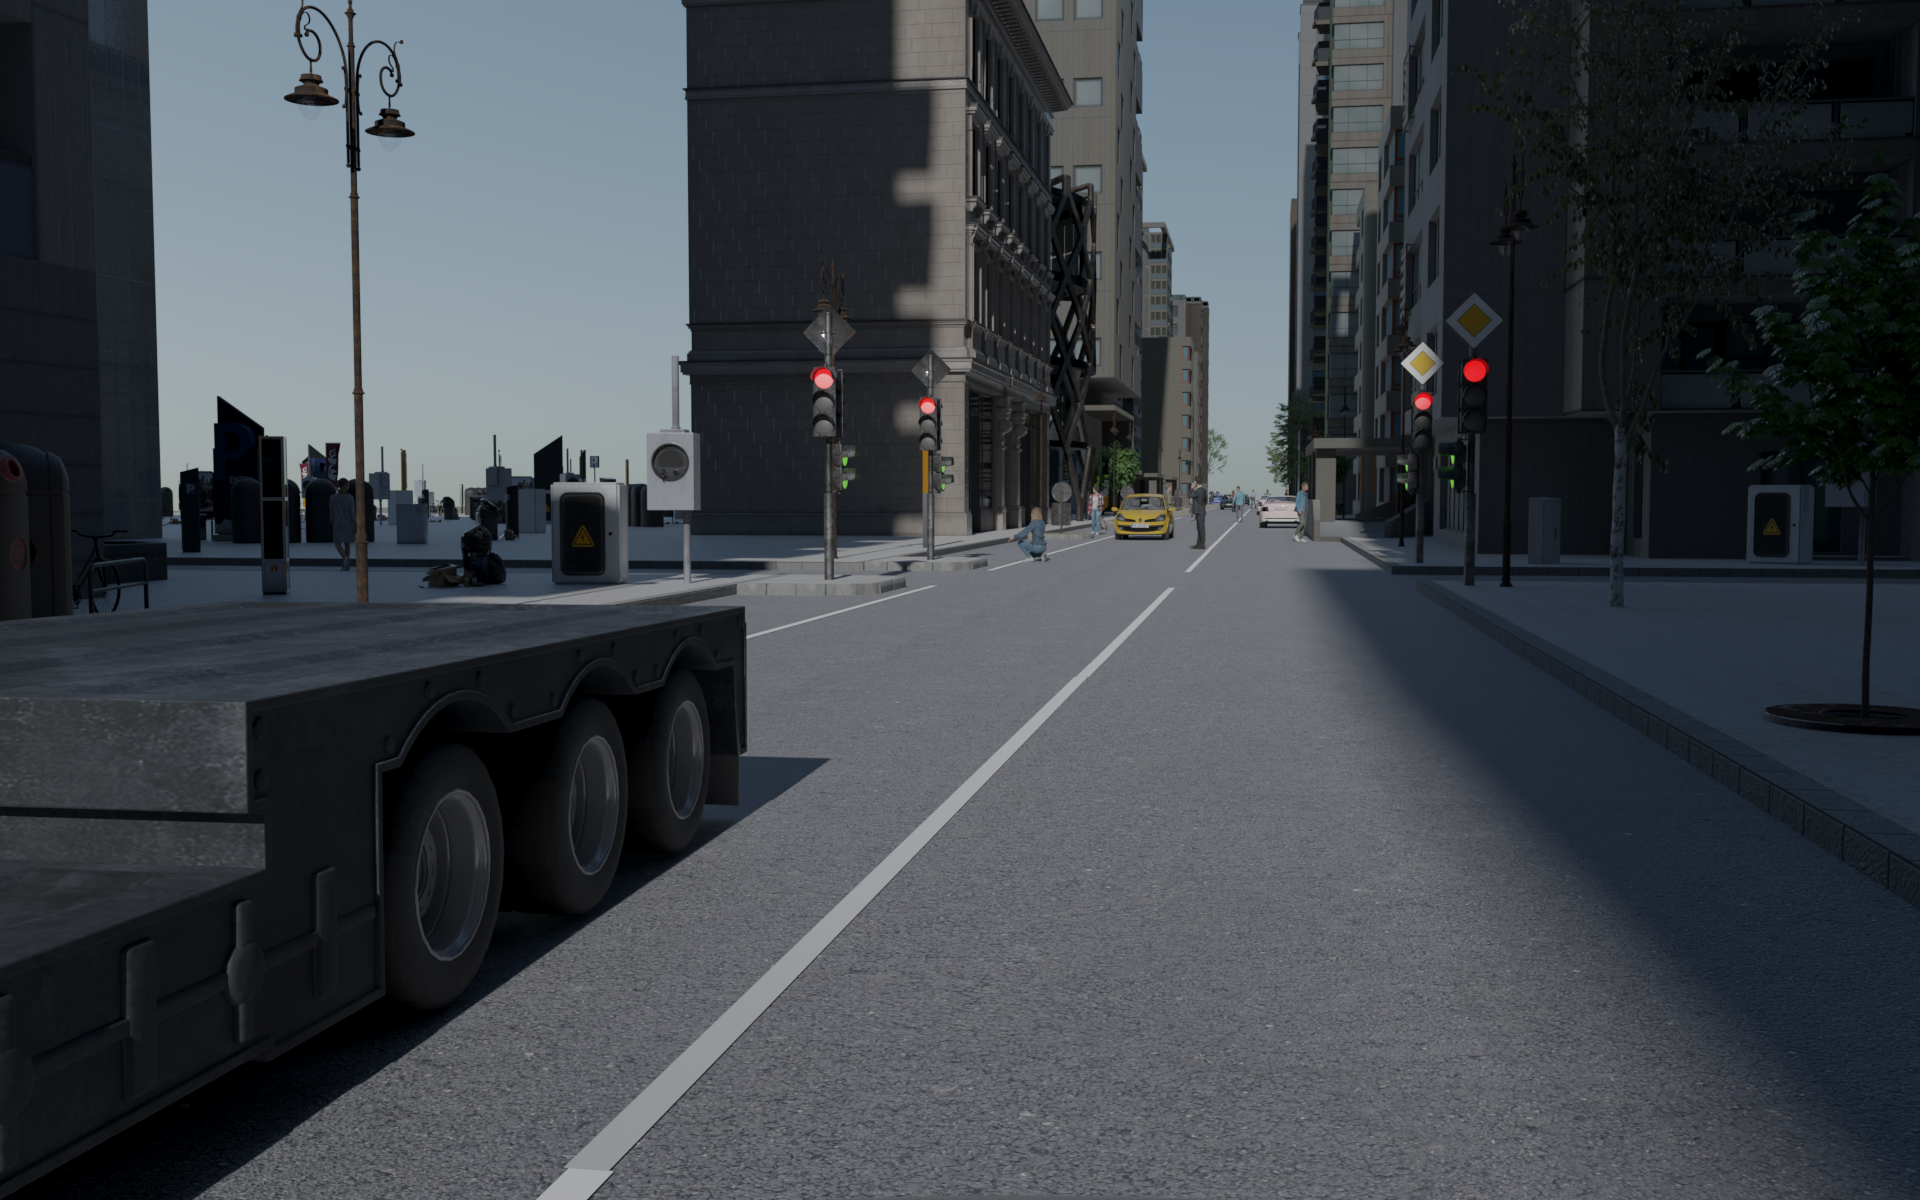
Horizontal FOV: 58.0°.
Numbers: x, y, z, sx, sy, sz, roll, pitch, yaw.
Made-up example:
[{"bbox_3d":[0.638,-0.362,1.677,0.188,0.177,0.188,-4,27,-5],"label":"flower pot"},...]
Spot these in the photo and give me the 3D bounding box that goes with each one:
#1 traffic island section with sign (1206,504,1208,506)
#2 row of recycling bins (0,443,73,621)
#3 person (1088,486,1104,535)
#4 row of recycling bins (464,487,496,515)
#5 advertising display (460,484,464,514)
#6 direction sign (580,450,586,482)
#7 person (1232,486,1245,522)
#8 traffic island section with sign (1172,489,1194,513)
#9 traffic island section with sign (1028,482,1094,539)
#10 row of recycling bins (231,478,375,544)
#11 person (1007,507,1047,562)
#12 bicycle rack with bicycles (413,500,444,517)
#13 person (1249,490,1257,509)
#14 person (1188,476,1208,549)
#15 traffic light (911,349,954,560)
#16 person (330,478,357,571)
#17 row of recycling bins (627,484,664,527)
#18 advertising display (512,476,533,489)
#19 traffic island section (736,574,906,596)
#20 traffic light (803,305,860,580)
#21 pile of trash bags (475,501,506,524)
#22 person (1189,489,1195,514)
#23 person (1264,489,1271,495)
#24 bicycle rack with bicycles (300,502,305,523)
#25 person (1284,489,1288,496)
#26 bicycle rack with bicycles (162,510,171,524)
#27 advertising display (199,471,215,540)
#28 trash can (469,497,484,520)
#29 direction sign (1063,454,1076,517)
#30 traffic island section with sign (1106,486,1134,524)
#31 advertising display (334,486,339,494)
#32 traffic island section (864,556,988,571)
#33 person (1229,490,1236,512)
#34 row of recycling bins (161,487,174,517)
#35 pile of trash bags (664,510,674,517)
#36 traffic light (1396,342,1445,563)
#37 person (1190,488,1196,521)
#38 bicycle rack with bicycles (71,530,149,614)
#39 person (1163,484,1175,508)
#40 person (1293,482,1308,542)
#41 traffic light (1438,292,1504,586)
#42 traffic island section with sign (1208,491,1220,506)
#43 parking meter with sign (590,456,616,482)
[{"bbox_3d":[21.371,-9.162,158.433,1.989,1.847,2.006,1,4,10],"label":"traffic island section with sign"},{"bbox_3d":[-7.468,-0.343,12.718,1.069,1.692,3.534,-1,4,-11],"label":"row of recycling bins"},{"bbox_3d":[4.781,-3.144,60.735,0.563,1.720,0.643,1,4,20],"label":"person"},{"bbox_3d":[-29.326,-6.054,106.101,1.069,1.692,3.534,0,4,7],"label":"row of recycling bins"},{"bbox_3d":[-32.291,-6.546,112.246,0.123,1.923,0.974,-1,4,-22],"label":"advertising display"},{"bbox_3d":[-19.394,-5.942,89.153,0.379,3.537,0.876,0,4,2],"label":"direction sign"},{"bbox_3d":[14.144,-4.862,87.861,0.638,1.841,0.748,0,4,8],"label":"person"},{"bbox_3d":[16.693,-7.539,131.885,1.989,1.847,2.006,1,4,10],"label":"traffic island section with sign"},{"bbox_3d":[3.283,-2.881,55.729,1.989,1.847,2.006,1,4,10],"label":"traffic island section with sign"},{"bbox_3d":[-17.330,-2.364,45.761,3.534,1.692,1.069,-2,4,-27],"label":"row of recycling bins"},{"bbox_3d":[1.452,-1.383,36.610,1.012,1.151,0.738,-3,5,-43],"label":"person"},{"bbox_3d":[-30.561,-5.292,99.900,2.852,0.926,2.925,1,4,20],"label":"bicycle rack with bicycles"},{"bbox_3d":[28.522,-9.802,168.629,0.709,1.838,0.599,-1,4,-11],"label":"person"},{"bbox_3d":[6.177,-2.276,45.070,0.474,1.900,0.648,1,4,17],"label":"person"},{"bbox_3d":[-0.554,-2.737,33.665,0.839,4.253,0.868,1,4,10],"label":"traffic light"},{"bbox_3d":[-11.278,-1.377,31.763,0.466,1.731,0.760,-3,4,-36],"label":"person"},{"bbox_3d":[-12.651,-3.766,68.691,1.069,1.692,3.534,-2,4,-27],"label":"row of recycling bins"},{"bbox_3d":[-15.723,-3.474,62.011,0.123,1.923,0.974,3,5,40],"label":"advertising display"},{"bbox_3d":[-1.977,-0.224,25.942,2.009,0.180,2.903,1,4,10],"label":"traffic island section"},{"bbox_3d":[-1.939,-2.256,25.800,0.839,4.253,0.868,1,4,10],"label":"traffic light"},{"bbox_3d":[-19.441,-4.056,76.072,3.447,1.369,1.912,-3,5,-43],"label":"pile of trash bags"},{"bbox_3d":[16.682,-7.019,123.397,0.705,1.807,1.348,2,4,29],"label":"person"},{"bbox_3d":[25.079,-8.112,141.217,1.350,1.814,0.705,2,4,24],"label":"person"},{"bbox_3d":[-29.906,-3.839,76.145,2.852,0.926,2.925,0,4,1],"label":"bicycle rack with bicycles"},{"bbox_3d":[23.899,-7.216,126.619,0.705,1.807,1.348,1,4,22],"label":"person"},{"bbox_3d":[-33.230,-3.396,68.904,2.925,0.926,2.852,-1,4,-10],"label":"bicycle rack with bicycles"},{"bbox_3d":[-21.075,-2.616,47.978,0.123,1.923,0.974,2,4,24],"label":"advertising display"},{"bbox_3d":[-23.684,-4.475,84.823,0.748,1.137,0.748,0,3,0],"label":"trash can"},{"bbox_3d":[6.173,-6.461,97.638,0.876,3.537,0.379,2,4,35],"label":"direction sign"},{"bbox_3d":[8.012,-4.523,82.571,1.989,1.847,2.006,1,4,10],"label":"traffic island section with sign"},{"bbox_3d":[-29.034,-4.597,80.371,0.123,1.923,0.974,0,4,-2],"label":"advertising display"},{"bbox_3d":[-0.592,-0.705,33.806,2.009,0.180,2.903,1,4,10],"label":"traffic island section"},{"bbox_3d":[21.648,-7.787,136.534,1.217,1.743,0.721,-2,4,-35],"label":"person"},{"bbox_3d":[-46.427,-5.557,97.963,3.534,1.692,1.069,-1,4,-21],"label":"row of recycling bins"},{"bbox_3d":[-14.865,-5.308,96.533,3.447,1.369,1.912,2,4,27],"label":"pile of trash bags"},{"bbox_3d":[8.521,-2.640,32.088,0.839,4.253,0.868,1,4,10],"label":"traffic light"},{"bbox_3d":[12.489,-5.029,91.209,0.782,1.767,0.515,-1,4,-11],"label":"person"},{"bbox_3d":[-9.465,-0.232,17.174,2.852,0.926,2.925,-1,4,-8],"label":"bicycle rack with bicycles"},{"bbox_3d":[6.969,-2.977,57.719,0.362,1.759,0.519,-1,4,-17],"label":"person"},{"bbox_3d":[10.203,-2.625,51.765,0.601,1.785,0.444,-3,5,-39],"label":"person"},{"bbox_3d":[7.135,-2.159,24.223,0.839,4.253,0.868,1,4,10],"label":"traffic light"},{"bbox_3d":[31.100,-12.540,213.653,1.989,1.847,2.006,1,4,10],"label":"traffic island section with sign"},{"bbox_3d":[-16.148,-5.097,79.591,0.543,3.016,1.738,3,4,36],"label":"parking meter with sign"}]
